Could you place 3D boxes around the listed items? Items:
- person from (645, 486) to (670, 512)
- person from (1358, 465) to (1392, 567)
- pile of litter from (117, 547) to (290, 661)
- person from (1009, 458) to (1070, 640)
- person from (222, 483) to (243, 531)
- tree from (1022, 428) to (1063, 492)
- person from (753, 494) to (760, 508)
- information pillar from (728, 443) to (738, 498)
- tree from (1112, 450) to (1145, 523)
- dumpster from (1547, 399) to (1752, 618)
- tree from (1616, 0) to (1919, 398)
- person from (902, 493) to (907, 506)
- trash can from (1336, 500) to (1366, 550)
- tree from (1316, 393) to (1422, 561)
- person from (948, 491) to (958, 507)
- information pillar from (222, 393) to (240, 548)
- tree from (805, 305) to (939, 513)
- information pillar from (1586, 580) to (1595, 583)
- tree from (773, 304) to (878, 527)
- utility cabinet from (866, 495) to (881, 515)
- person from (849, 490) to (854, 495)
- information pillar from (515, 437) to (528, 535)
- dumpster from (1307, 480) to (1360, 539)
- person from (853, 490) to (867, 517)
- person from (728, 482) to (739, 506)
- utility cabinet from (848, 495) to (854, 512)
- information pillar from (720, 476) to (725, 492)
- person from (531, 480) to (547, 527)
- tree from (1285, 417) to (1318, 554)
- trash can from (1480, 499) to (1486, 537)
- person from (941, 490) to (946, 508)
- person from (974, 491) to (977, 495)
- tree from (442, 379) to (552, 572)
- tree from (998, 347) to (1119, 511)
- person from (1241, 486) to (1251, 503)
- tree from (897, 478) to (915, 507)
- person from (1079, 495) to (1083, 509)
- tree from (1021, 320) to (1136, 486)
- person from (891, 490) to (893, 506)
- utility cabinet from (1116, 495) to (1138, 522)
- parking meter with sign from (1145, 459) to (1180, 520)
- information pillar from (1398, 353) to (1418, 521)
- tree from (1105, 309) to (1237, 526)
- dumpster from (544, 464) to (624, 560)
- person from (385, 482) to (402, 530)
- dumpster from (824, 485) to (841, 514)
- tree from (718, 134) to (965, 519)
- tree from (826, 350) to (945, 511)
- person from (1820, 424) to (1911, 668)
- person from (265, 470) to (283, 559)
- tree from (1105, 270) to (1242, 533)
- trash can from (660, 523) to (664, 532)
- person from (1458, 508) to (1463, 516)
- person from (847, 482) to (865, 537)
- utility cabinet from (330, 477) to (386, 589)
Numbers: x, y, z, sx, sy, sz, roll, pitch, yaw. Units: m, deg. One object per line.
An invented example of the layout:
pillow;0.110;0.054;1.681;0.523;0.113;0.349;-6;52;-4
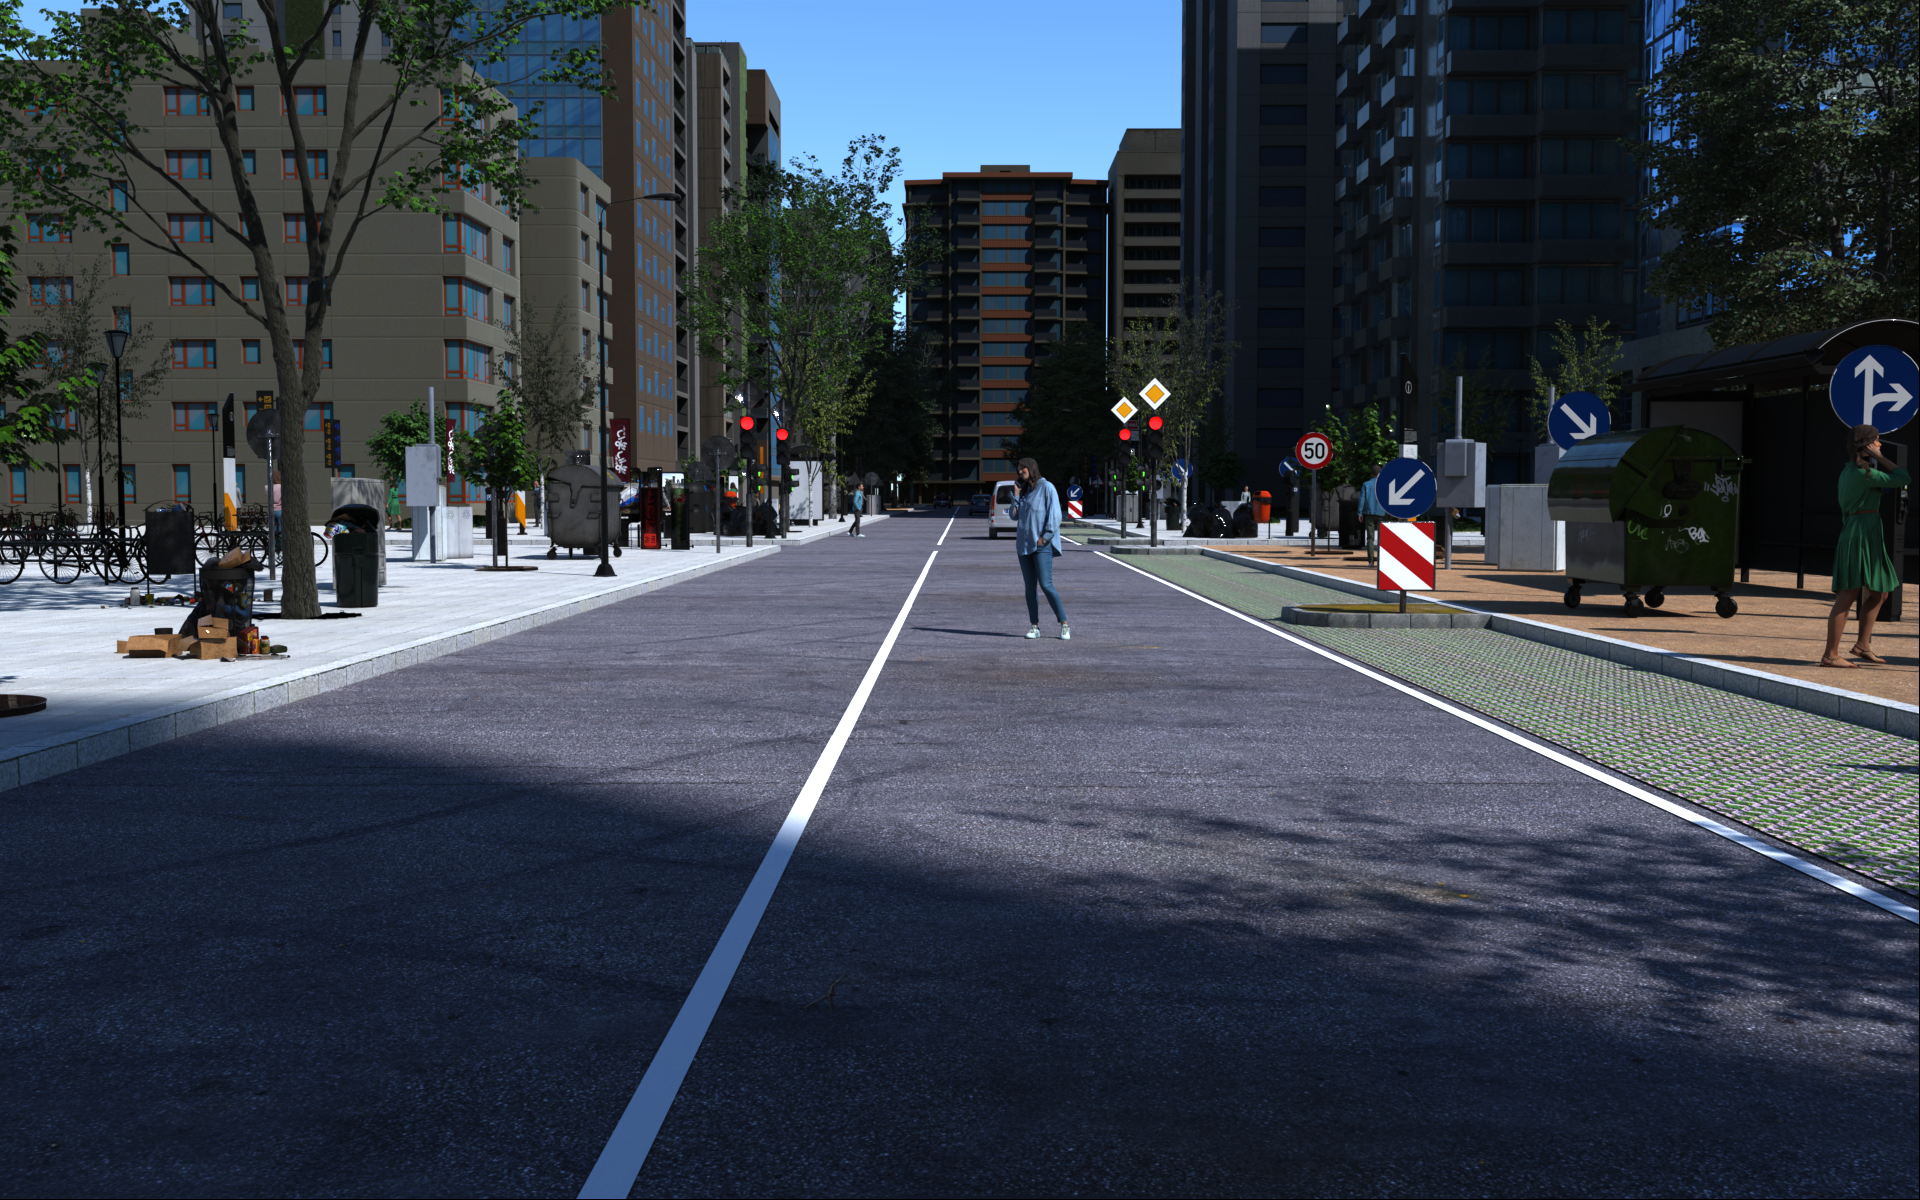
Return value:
person;-7.541;-2.225;42.703;0.678;1.792;0.850;-2;4;-27
person;7.248;-1.457;30.207;0.601;1.785;0.444;1;4;14
pile of litter;-6.050;0.009;13.826;1.176;0.858;1.719;-3;4;-39
person;0.801;-0.516;17.202;0.793;1.790;0.793;1;4;15
person;-24.619;-3.196;58.475;0.709;1.800;0.728;-1;4;-12
tree;7.767;-14.213;182.752;4.737;8.622;4.395;0;3;0
person;-8.310;-3.706;70.907;0.640;1.303;0.475;-2;4;-33
information pillar;-10.418;-5.401;79.662;0.504;3.616;0.183;-2;4;-34
tree;7.529;-5.019;76.656;1.663;3.219;1.824;0;3;0
dumpster;7.387;-0.988;18.641;1.502;2.255;1.985;0;4;0
tree;18.445;-7.846;34.941;9.857;13.997;8.962;0;3;0
person;-5.671;-10.390;176.843;0.541;1.710;0.530;2;4;33
trash can;9.091;-1.743;40.144;0.748;1.137;0.748;0;3;0
tree;7.913;-2.364;33.257;1.663;3.219;1.824;0;3;0
person;-0.882;-11.061;189.485;1.348;1.807;0.705;2;4;29
information pillar;-16.804;-2.967;39.860;0.183;3.616;0.504;0;4;-1
tree;-6.322;-12.831;116.445;9.857;13.997;8.962;0;3;0
information pillar;9.178;-1.268;25.224;0.304;2.012;0.304;-2;4;-28
tree;-5.566;-7.101;66.466;4.737;8.622;4.395;0;3;0
utility cabinet;-5.329;-5.863;107.029;0.306;1.237;1.020;3;5;40
person;-11.918;-11.291;191.433;0.721;1.735;1.217;2;4;34
information pillar;-13.803;-3.852;54.338;0.183;3.616;0.504;1;4;15
dumpster;10.764;-2.690;49.740;1.264;1.857;1.865;0;4;0
person;-5.582;-5.477;95.873;0.678;1.792;0.850;-3;5;-45
person;-9.957;-4.262;75.968;0.600;1.795;0.529;-3;4;-39
utility cabinet;-8.035;-6.926;124.396;0.306;1.237;1.020;2;4;31
information pillar;-9.568;-3.970;69.396;0.304;2.012;0.304;-1;4;-18
person;-16.356;-3.763;67.366;0.655;1.846;0.447;0;4;-2
tree;7.780;-2.598;37.084;1.663;3.219;1.824;0;3;0
trash can;15.907;-2.458;51.847;0.748;1.137;0.748;0;3;0
person;-1.789;-10.626;182.216;1.348;1.826;0.705;-2;4;-34
person;1.795;-10.635;182.938;0.990;1.755;0.434;-2;4;-26
tree;-7.590;-2.117;29.208;1.663;3.219;1.824;0;3;0
tree;8.089;-13.231;133.342;9.611;12.733;9.660;0;3;0
person;14.217;-4.833;86.060;0.512;1.701;0.522;0;4;0
tree;-5.577;-10.864;172.225;1.663;3.219;1.824;0;3;0
person;10.679;-8.778;152.819;1.065;1.426;0.557;0;4;-2
tree;8.022;-11.912;112.884;7.486;12.596;7.792;0;3;0
person;-7.488;-11.407;193.333;0.721;1.735;1.217;1;4;16
utility cabinet;7.755;-4.212;80.033;1.020;1.237;0.306;1;4;21
parking meter with sign;10.141;-5.515;86.430;1.738;3.016;0.543;0;4;-4
information pillar;7.506;-2.305;29.039;0.183;3.616;0.504;3;5;43
tree;7.898;-7.261;69.085;4.737;8.622;4.395;0;3;0
dumpster;-7.450;-1.748;34.335;1.264;1.857;1.865;0;4;0
person;-20.280;-3.409;62.027;0.529;1.795;0.600;1;4;10
dumpster;-8.097;-6.346;109.509;1.264;1.857;1.865;0;4;0
tree;-5.167;-14.276;89.306;12.611;20.169;13.585;0;3;0
tree;-6.052;-13.279;134.112;9.611;12.733;9.660;0;3;0
person;6.647;-0.400;12.829;0.529;1.795;0.600;0;4;1
person;-13.396;-1.678;34.075;0.593;1.750;0.643;0;4;1
tree;7.206;-6.521;56.982;4.360;8.622;3.978;0;3;0
trash can;-10.026;-2.878;58.715;0.748;1.137;0.748;0;3;0
person;25.874;-5.078;89.406;0.601;1.785;0.444;-2;4;-24
person;-3.493;-3.036;58.158;0.620;1.820;0.660;0;4;-4
utility cabinet;-8.129;-0.904;23.465;0.318;1.500;1.173;0;4;2
